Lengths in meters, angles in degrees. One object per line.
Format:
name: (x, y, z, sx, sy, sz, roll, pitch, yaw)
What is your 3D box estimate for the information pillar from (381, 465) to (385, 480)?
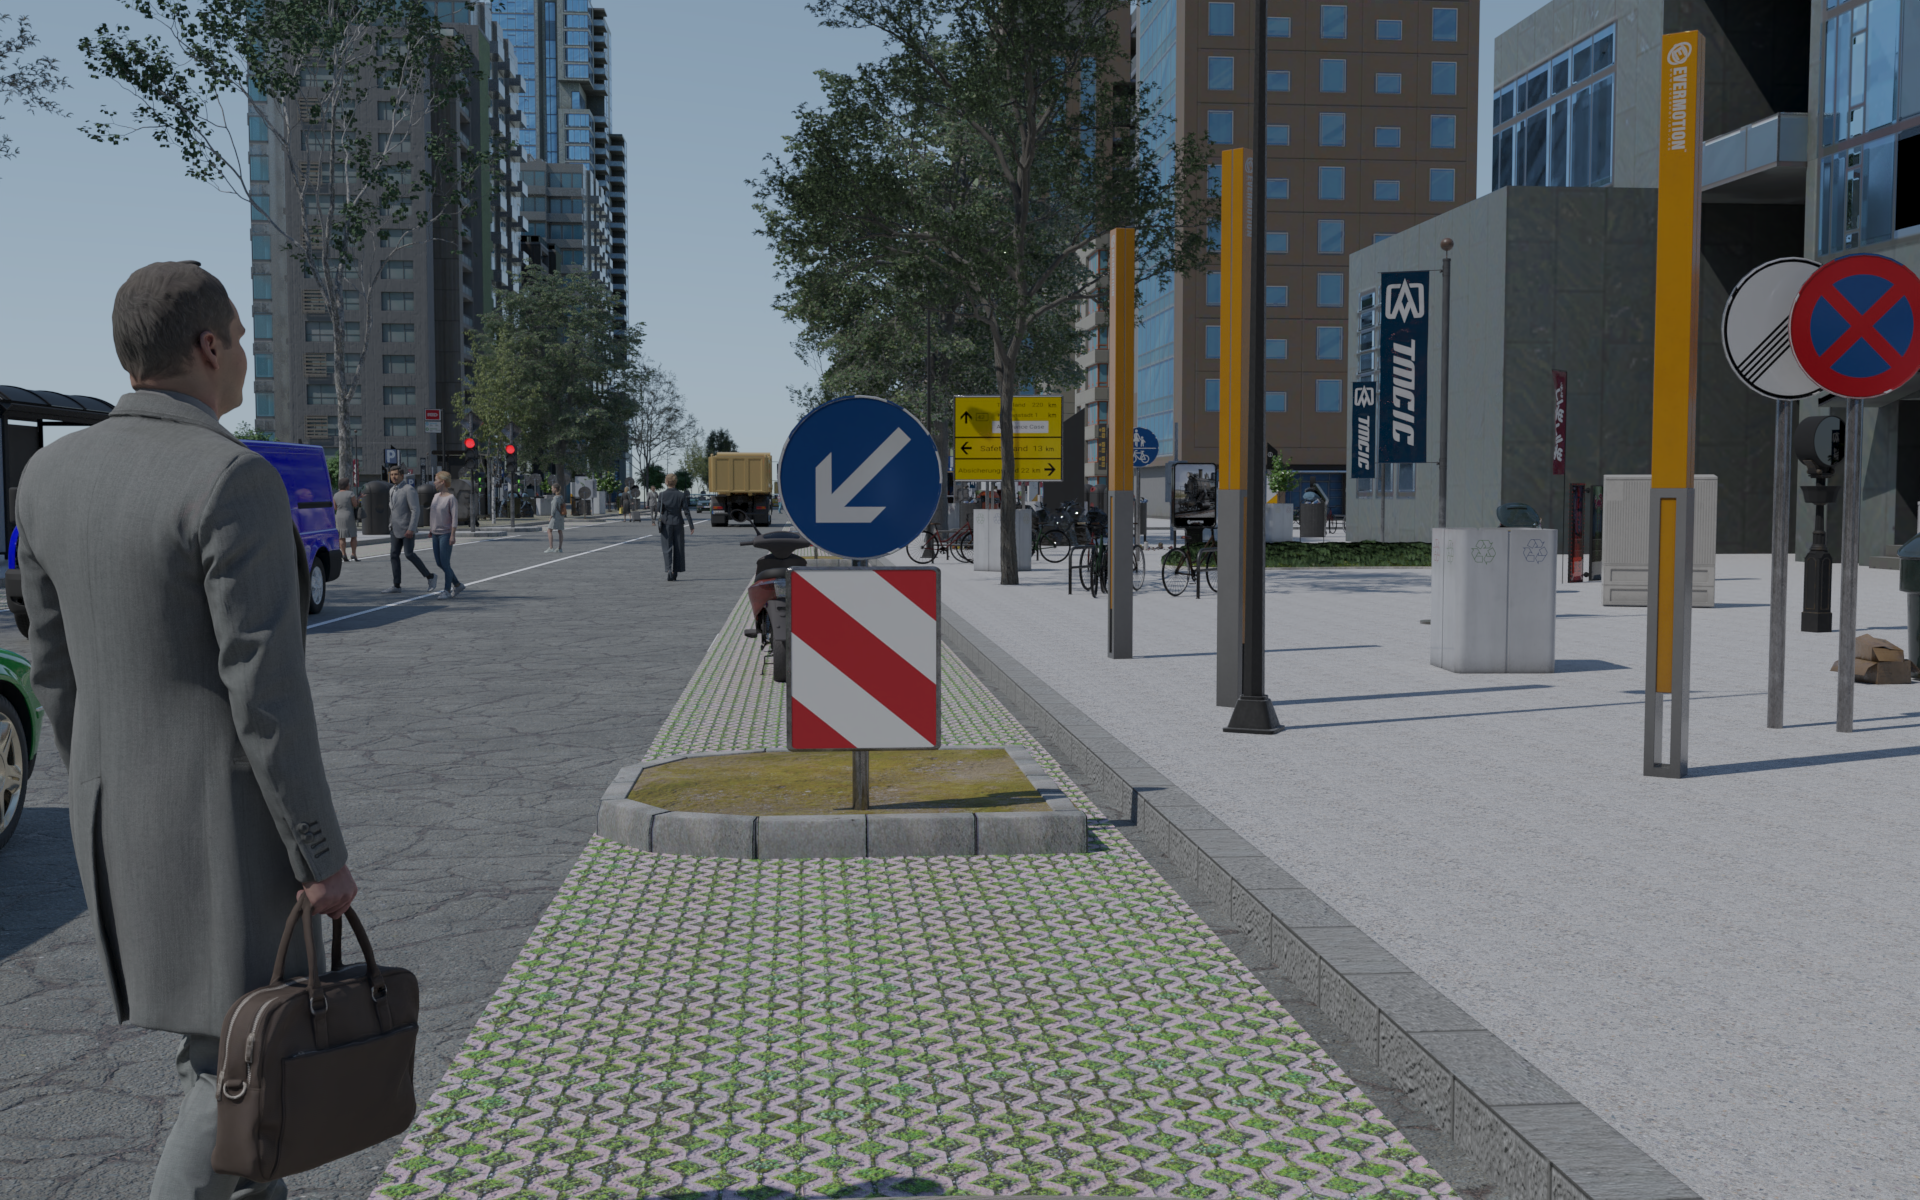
information pillar: (-45.650, -8.929, 137.342, 0.183, 3.616, 0.504, 3, 5, 42)

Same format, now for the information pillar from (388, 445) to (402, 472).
information pillar: (-26.545, -5.517, 81.558, 0.504, 3.616, 0.183, -1, 4, -13)

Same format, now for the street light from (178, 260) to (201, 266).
street light: (-15.750, -3.787, 34.465, 1.470, 5.913, 1.316, 0, 4, -5)

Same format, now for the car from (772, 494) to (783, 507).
car: (-18.243, -9.927, 172.525, 2.015, 1.641, 3.980, 0, 4, -5)

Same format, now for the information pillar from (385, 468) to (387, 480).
information pillar: (-37.370, -7.502, 114.016, 0.504, 3.616, 0.183, -1, 4, -14)

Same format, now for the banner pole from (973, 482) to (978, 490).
banner pole: (0.764, -6.210, 91.551, 0.401, 3.779, 0.863, -3, 5, -40)

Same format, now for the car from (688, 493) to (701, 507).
car: (-26.419, -10.015, 172.534, 1.959, 1.807, 4.718, 0, 4, -5)

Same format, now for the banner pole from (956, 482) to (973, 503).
banner pole: (0.005, -4.291, 60.169, 0.401, 3.779, 0.863, -1, 4, -21)

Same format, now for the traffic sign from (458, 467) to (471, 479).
traffic sign: (-22.722, -4.873, 79.777, 0.768, 2.556, 0.104, 0, 3, 0)

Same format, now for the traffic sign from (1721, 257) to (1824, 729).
traffic sign: (4.470, -0.570, 9.422, 0.768, 2.556, 0.104, 0, 4, -4)

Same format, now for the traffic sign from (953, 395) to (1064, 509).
traffic sign: (0.990, -2.552, 35.605, 2.265, 3.308, 0.079, 0, 4, 4)

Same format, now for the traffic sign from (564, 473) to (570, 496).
traffic sign: (-24.118, -6.447, 105.518, 0.768, 2.556, 0.104, 0, 4, 3)

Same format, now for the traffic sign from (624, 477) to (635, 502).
traffic sign: (-24.447, -7.834, 128.186, 0.768, 2.556, 0.104, 0, 4, -2)

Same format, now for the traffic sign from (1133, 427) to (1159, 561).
traffic sign: (3.393, -2.010, 32.967, 0.768, 2.556, 0.104, 0, 4, -2)

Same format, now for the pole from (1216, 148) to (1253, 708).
pole: (1.659, -1.011, 10.380, 0.158, 3.312, 0.155, 0, 3, 0)

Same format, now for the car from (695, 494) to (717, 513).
car: (-18.977, -7.405, 130.853, 2.009, 1.686, 4.222, 0, 4, -5)

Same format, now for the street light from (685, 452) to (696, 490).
street light: (-29.966, -13.463, 192.666, 1.470, 5.913, 1.316, 0, 4, -5)

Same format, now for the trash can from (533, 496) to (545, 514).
trash can: (-25.588, -5.730, 105.346, 0.748, 1.137, 0.748, 0, 3, 0)

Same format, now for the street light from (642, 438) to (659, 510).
street light: (-25.375, -10.378, 142.215, 1.470, 5.913, 1.316, 0, 4, -5)

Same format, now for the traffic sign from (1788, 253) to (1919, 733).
traffic sign: (4.771, -0.560, 9.264, 0.768, 2.556, 0.104, 0, 4, 1)

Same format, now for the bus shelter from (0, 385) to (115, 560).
bus shelter: (-17.860, -2.395, 33.077, 2.014, 3.302, 5.546, 0, 4, -5)

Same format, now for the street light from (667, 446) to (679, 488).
street light: (-27.727, -11.924, 167.497, 1.470, 5.913, 1.316, 0, 4, -5)

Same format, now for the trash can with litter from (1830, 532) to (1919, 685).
trash can with litter: (6.555, -0.024, 11.780, 1.055, 1.170, 0.624, -1, 4, -14)

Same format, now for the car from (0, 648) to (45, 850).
car: (-4.550, 0.211, 5.339, 1.959, 1.807, 4.718, 0, 4, -5)

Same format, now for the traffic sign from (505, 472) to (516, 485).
traffic sign: (-21.906, -5.115, 84.814, 0.795, 2.450, 0.064, 0, 4, 2)

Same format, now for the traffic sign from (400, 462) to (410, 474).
traffic sign: (-22.509, -4.284, 70.047, 0.884, 2.594, 0.081, 0, 4, 0)

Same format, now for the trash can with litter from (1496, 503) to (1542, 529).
trash can with litter: (7.240, -0.661, 22.193, 0.624, 1.170, 1.055, 0, 4, 5)

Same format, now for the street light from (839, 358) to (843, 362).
street light: (-3.501, -5.313, 59.405, 1.470, 5.913, 1.316, 0, 4, -5)

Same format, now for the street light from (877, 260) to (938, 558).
street light: (-1.161, -3.793, 34.564, 1.470, 5.913, 1.316, 0, 4, -5)

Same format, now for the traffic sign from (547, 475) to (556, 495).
traffic sign: (-26.603, -6.922, 113.273, 0.768, 2.556, 0.104, 0, 4, 5)

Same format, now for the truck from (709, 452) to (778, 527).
truck: (-9.894, -5.080, 78.981, 3.469, 3.379, 9.791, 0, 4, -5)

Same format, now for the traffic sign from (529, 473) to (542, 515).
traffic sign: (-26.231, -6.539, 107.023, 0.768, 2.556, 0.104, 0, 4, 3)

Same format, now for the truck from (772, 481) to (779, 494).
truck: (-26.780, -16.254, 261.669, 3.469, 3.379, 9.791, 0, 4, -7)

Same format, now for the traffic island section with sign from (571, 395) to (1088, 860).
traffic island section with sign: (-0.569, 0.056, 7.710, 1.989, 1.847, 2.006, 0, 4, -5)

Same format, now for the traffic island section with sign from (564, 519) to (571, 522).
traffic island section with sign: (-19.145, -4.881, 88.435, 1.989, 1.847, 2.006, 0, 4, -5)

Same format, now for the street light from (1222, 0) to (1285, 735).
street light: (1.054, -2.240, 9.173, 1.470, 5.913, 1.316, 0, 4, -5)

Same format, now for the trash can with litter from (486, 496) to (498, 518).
trash can with litter: (-24.927, -4.922, 91.863, 0.624, 1.170, 1.055, -3, 5, -42)

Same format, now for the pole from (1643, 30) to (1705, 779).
pole: (3.217, -0.854, 7.799, 0.158, 3.312, 0.155, 0, 3, 0)

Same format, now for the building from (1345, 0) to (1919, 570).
building: (22.963, -43.870, 29.954, 22.319, 86.520, 31.000, 0, 4, -5)

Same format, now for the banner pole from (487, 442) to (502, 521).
banner pole: (-22.416, -5.714, 83.433, 0.401, 3.779, 0.863, 3, 5, 44)

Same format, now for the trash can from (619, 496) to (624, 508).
trash can: (-24.626, -7.053, 126.963, 0.748, 1.137, 0.748, 0, 3, 0)

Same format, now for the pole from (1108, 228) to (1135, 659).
pole: (1.250, -1.198, 13.434, 0.158, 3.312, 0.155, 0, 3, 0)

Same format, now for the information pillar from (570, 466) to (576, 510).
information pillar: (-27.201, -7.975, 121.743, 0.183, 3.616, 0.504, 1, 4, 19)

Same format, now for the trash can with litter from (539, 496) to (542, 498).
trash can with litter: (-27.039, -6.038, 110.111, 1.055, 1.170, 0.624, 0, 4, -5)

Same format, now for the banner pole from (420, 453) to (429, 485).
banner pole: (-32.294, -7.009, 104.618, 0.401, 3.779, 0.863, 2, 4, 28)

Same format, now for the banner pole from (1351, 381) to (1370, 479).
banner pole: (8.038, -2.679, 33.824, 0.863, 3.779, 0.401, 2, 4, 26)

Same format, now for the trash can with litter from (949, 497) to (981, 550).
trash can with litter: (0.575, -1.759, 39.816, 2.233, 1.210, 1.678, 1, 4, 19)

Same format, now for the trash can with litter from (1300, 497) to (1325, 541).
trash can with litter: (7.984, -1.606, 37.314, 2.233, 1.210, 1.678, 1, 4, 12)

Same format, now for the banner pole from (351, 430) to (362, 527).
banner pole: (-23.711, -4.741, 67.528, 0.863, 3.779, 0.401, 1, 4, 20)

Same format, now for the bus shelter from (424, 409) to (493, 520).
bus shelter: (-24.296, -6.515, 84.148, 2.179, 5.291, 8.768, 0, 4, -5)

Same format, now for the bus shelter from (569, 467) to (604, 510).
bus shelter: (-28.908, -8.592, 134.409, 2.014, 3.302, 5.546, 0, 4, -5)

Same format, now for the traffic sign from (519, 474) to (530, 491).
traffic sign: (-27.961, -6.801, 111.307, 0.768, 2.556, 0.104, 0, 4, 3)

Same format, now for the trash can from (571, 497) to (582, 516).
trash can: (-22.383, -5.470, 101.083, 0.748, 1.137, 0.748, 0, 3, 0)

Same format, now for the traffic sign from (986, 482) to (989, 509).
traffic sign: (0.603, -2.322, 38.075, 0.768, 2.556, 0.104, 0, 4, 2)

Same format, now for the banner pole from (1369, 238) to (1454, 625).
banner pole: (4.539, -1.657, 17.104, 0.863, 3.779, 0.401, 1, 4, 21)

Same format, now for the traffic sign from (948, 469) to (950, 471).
traffic sign: (-0.782, -5.002, 81.888, 0.768, 2.556, 0.104, 0, 4, -2)

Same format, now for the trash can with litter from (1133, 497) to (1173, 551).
trash can with litter: (4.456, -1.784, 40.230, 1.678, 1.210, 2.233, 2, 4, 31)
